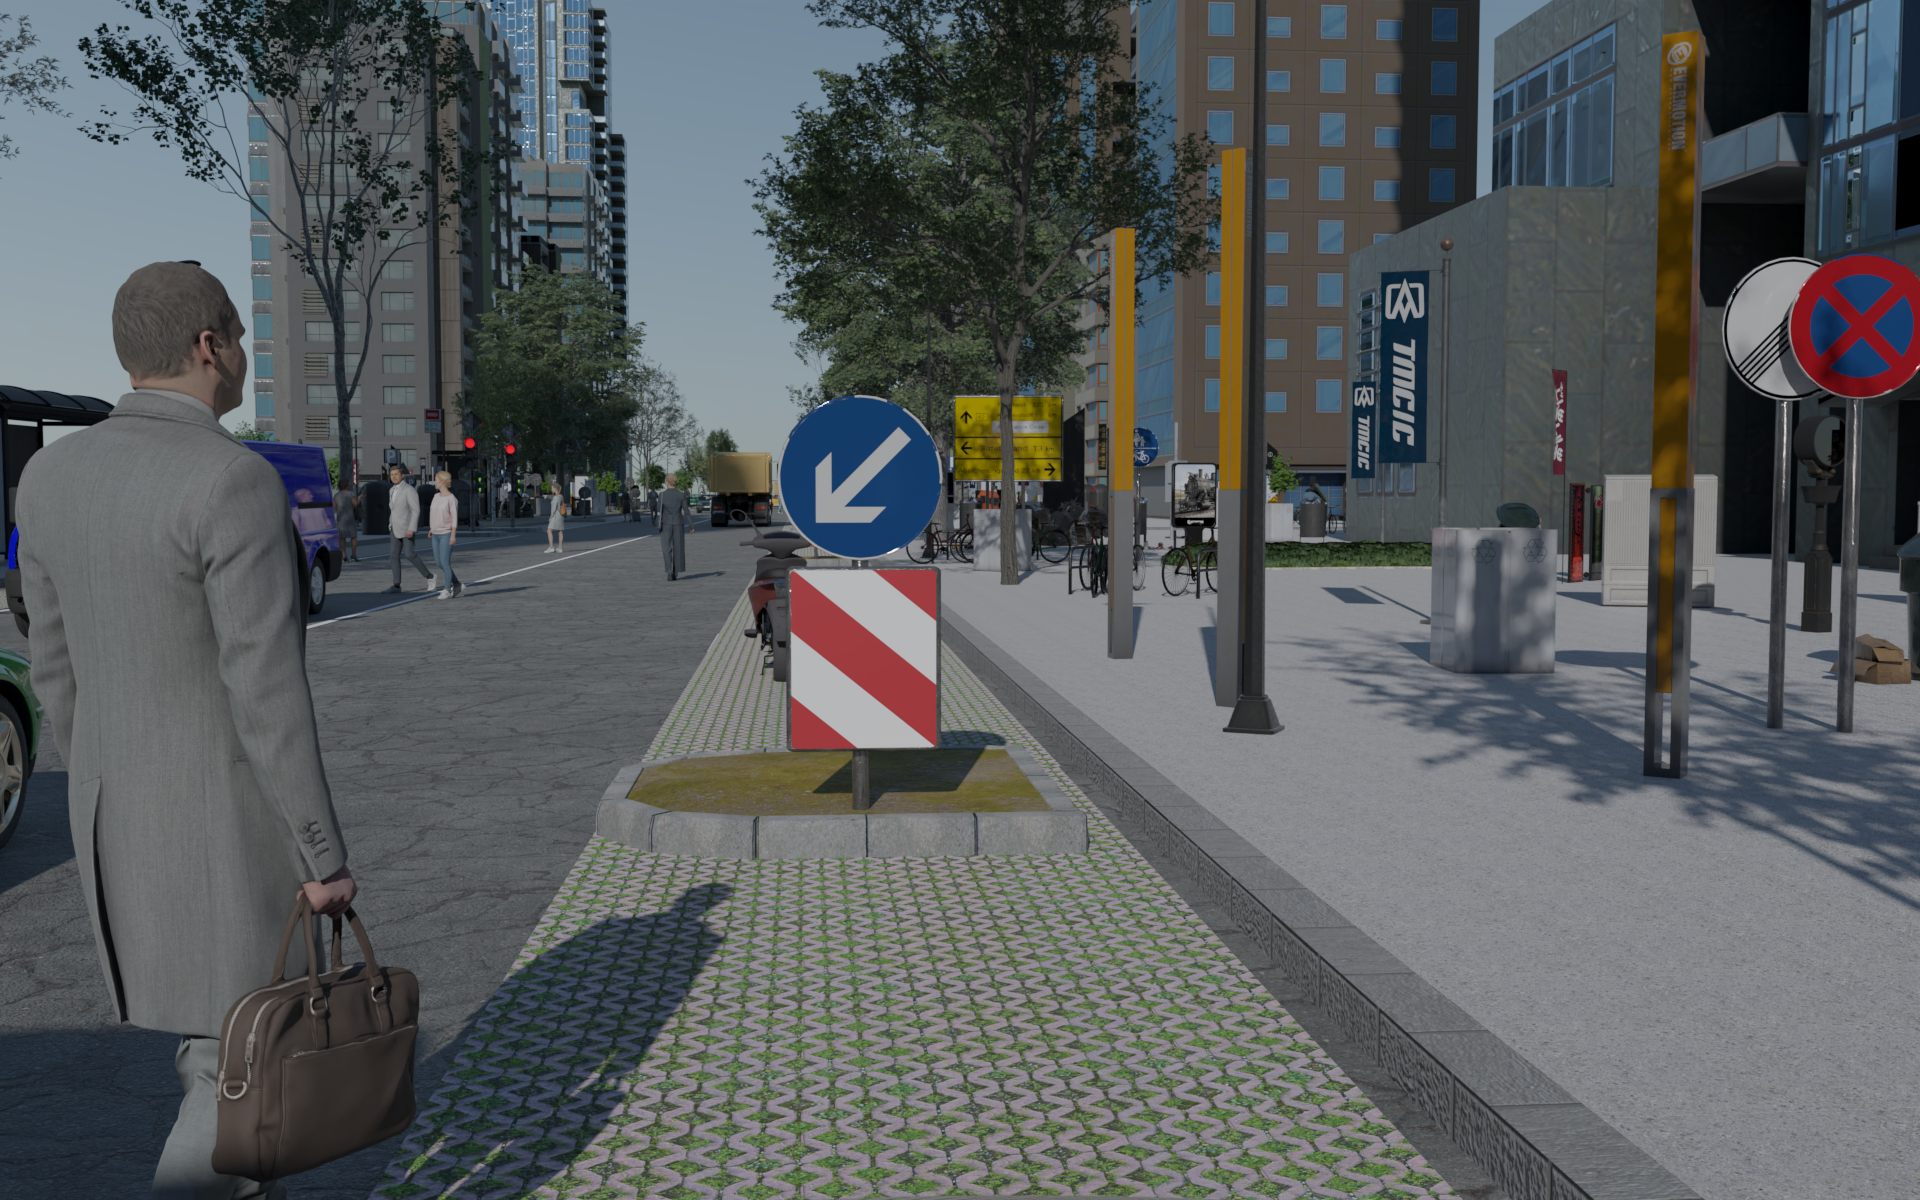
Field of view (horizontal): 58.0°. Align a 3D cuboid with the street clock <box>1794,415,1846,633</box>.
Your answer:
[{"bbox_3d":[7.969,-0.703,16.057,0.471,2.002,0.358,-1,4,-23],"label":"street clock"}]

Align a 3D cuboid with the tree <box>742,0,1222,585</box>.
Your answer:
[{"bbox_3d":[0.414,-5.482,24.044,7.601,10.594,8.767,-3,4,-37],"label":"tree"}]

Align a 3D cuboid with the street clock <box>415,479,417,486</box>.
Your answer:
[{"bbox_3d":[-23.185,-4.193,73.121,0.471,2.002,0.358,1,4,19],"label":"street clock"}]

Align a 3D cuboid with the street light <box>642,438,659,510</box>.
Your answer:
[{"bbox_3d":[-25.375,-10.378,142.215,1.470,5.913,1.316,0,4,-5],"label":"street light"}]

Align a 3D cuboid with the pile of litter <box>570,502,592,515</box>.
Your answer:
[{"bbox_3d":[-22.936,-5.520,104.212,1.719,0.858,1.176,-1,4,-11],"label":"pile of litter"}]

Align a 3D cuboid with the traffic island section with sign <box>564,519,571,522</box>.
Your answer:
[{"bbox_3d":[-19.145,-4.881,88.435,1.989,1.847,2.006,0,4,-5],"label":"traffic island section with sign"}]

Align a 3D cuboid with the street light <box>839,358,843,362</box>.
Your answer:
[{"bbox_3d":[-3.501,-5.313,59.405,1.470,5.913,1.316,0,4,-5],"label":"street light"}]

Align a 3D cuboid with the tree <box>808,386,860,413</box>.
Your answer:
[{"bbox_3d":[-6.504,-9.222,101.138,4.737,8.622,4.395,0,3,0],"label":"tree"}]

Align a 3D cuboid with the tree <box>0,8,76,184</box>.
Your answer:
[{"bbox_3d":[-16.066,-6.697,19.869,12.009,13.543,11.850,0,3,0],"label":"tree"}]

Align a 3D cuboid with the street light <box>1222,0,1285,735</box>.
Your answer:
[{"bbox_3d":[1.054,-2.240,9.173,1.470,5.913,1.316,0,4,-5],"label":"street light"}]

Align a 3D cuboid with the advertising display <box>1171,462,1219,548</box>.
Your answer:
[{"bbox_3d":[4.793,-1.852,35.491,0.974,1.923,0.123,-1,4,-18],"label":"advertising display"}]

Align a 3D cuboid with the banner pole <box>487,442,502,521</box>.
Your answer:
[{"bbox_3d":[-22.416,-5.714,83.433,0.401,3.779,0.863,3,5,44],"label":"banner pole"}]

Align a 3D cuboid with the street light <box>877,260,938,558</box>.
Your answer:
[{"bbox_3d":[-1.161,-3.793,34.564,1.470,5.913,1.316,0,4,-5],"label":"street light"}]

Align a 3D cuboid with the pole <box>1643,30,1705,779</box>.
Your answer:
[{"bbox_3d":[3.217,-0.854,7.799,0.158,3.312,0.155,0,3,0],"label":"pole"}]

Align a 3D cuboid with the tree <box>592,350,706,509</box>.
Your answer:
[{"bbox_3d":[-27.057,-14.595,148.993,12.009,13.543,11.850,0,3,0],"label":"tree"}]

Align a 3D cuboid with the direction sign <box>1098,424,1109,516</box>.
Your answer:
[{"bbox_3d":[4.756,-3.896,55.690,0.379,3.537,0.876,-3,4,-39],"label":"direction sign"}]

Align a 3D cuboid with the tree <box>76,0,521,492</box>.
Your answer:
[{"bbox_3d":[-18.691,-11.809,48.958,12.611,20.169,13.585,0,3,0],"label":"tree"}]

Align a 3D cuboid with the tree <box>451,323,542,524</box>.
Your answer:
[{"bbox_3d":[-20.171,-7.612,74.813,4.737,8.622,4.395,0,3,0],"label":"tree"}]

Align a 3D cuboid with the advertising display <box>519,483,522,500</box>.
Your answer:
[{"bbox_3d":[-25.985,-5.905,101.766,0.123,1.923,0.974,1,4,9],"label":"advertising display"}]

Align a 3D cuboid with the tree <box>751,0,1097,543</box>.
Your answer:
[{"bbox_3d":[-0.593,-8.498,45.593,9.857,13.997,8.962,0,3,0],"label":"tree"}]

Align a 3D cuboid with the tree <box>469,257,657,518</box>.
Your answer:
[{"bbox_3d":[-21.758,-11.486,94.443,9.857,13.997,8.962,0,3,0],"label":"tree"}]

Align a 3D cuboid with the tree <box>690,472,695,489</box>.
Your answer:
[{"bbox_3d":[-32.406,-13.304,201.240,4.285,4.588,4.351,0,3,0],"label":"tree"}]

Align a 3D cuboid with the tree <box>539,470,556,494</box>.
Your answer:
[{"bbox_3d":[-33.064,-8.836,139.065,1.663,3.219,1.824,0,3,0],"label":"tree"}]

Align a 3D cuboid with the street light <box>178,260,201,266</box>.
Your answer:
[{"bbox_3d":[-15.750,-3.787,34.465,1.470,5.913,1.316,0,4,-5],"label":"street light"}]

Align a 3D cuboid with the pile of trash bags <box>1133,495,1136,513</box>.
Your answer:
[{"bbox_3d":[3.810,-2.560,51.606,3.447,1.369,1.912,-2,4,-33],"label":"pile of trash bags"}]

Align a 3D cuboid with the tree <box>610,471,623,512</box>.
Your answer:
[{"bbox_3d":[-24.579,-7.806,122.230,1.663,3.219,1.824,0,3,0],"label":"tree"}]

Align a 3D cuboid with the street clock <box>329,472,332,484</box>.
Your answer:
[{"bbox_3d":[-20.864,-3.207,56.997,0.358,2.002,0.471,1,4,10],"label":"street clock"}]

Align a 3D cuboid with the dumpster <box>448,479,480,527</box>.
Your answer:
[{"bbox_3d":[-19.424,-3.765,67.315,1.264,1.857,1.865,0,4,-5],"label":"dumpster"}]

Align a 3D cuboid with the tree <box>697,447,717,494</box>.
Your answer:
[{"bbox_3d":[-38.480,-19.215,264.522,4.360,8.622,3.978,0,3,0],"label":"tree"}]

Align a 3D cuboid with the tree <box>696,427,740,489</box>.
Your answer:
[{"bbox_3d":[-40.498,-22.988,292.854,9.611,12.733,9.660,0,3,0],"label":"tree"}]

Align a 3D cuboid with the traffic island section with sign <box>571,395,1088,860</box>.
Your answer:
[{"bbox_3d":[-0.569,0.056,7.710,1.989,1.847,2.006,0,4,-5],"label":"traffic island section with sign"}]

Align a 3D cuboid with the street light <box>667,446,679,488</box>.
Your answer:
[{"bbox_3d":[-27.727,-11.924,167.497,1.470,5.913,1.316,0,4,-5],"label":"street light"}]

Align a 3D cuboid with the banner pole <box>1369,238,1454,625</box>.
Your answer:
[{"bbox_3d":[4.539,-1.657,17.104,0.863,3.779,0.401,1,4,21],"label":"banner pole"}]

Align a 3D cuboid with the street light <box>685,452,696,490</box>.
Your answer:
[{"bbox_3d":[-29.966,-13.463,192.666,1.470,5.913,1.316,0,4,-5],"label":"street light"}]

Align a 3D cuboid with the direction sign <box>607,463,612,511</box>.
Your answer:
[{"bbox_3d":[-25.185,-8.106,124.537,0.379,3.537,0.876,-2,4,-32],"label":"direction sign"}]

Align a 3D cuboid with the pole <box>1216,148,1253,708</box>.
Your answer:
[{"bbox_3d":[1.659,-1.011,10.380,0.158,3.312,0.155,0,3,0],"label":"pole"}]

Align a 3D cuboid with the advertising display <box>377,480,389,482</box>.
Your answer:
[{"bbox_3d":[-27.094,-4.667,81.525,0.123,1.923,0.974,1,4,20],"label":"advertising display"}]

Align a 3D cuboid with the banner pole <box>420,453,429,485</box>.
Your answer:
[{"bbox_3d":[-32.294,-7.009,104.618,0.401,3.779,0.863,2,4,28],"label":"banner pole"}]

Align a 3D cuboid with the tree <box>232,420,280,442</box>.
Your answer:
[{"bbox_3d":[-31.617,-5.694,76.813,4.285,4.588,4.351,0,3,0],"label":"tree"}]

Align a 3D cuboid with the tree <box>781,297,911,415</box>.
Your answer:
[{"bbox_3d":[-9.893,-18.371,156.258,12.611,20.169,13.585,0,3,0],"label":"tree"}]

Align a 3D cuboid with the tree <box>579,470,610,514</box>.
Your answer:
[{"bbox_3d":[-24.176,-7.288,113.765,1.663,3.219,1.824,0,3,0],"label":"tree"}]

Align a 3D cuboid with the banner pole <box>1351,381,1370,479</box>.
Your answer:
[{"bbox_3d":[8.038,-2.679,33.824,0.863,3.779,0.401,2,4,26],"label":"banner pole"}]

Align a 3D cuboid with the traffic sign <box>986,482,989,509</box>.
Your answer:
[{"bbox_3d":[0.603,-2.322,38.075,0.768,2.556,0.104,0,4,2],"label":"traffic sign"}]

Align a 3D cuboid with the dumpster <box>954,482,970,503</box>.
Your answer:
[{"bbox_3d":[-0.234,-4.049,71.957,1.264,1.857,1.865,0,4,-5],"label":"dumpster"}]

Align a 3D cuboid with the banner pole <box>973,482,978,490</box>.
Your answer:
[{"bbox_3d":[0.764,-6.210,91.551,0.401,3.779,0.863,-3,5,-40],"label":"banner pole"}]

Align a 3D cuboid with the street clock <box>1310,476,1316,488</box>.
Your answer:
[{"bbox_3d":[14.482,-4.072,71.147,0.358,2.002,0.471,1,4,12],"label":"street clock"}]

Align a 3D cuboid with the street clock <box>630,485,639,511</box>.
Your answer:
[{"bbox_3d":[-25.699,-8.126,137.432,0.471,2.002,0.358,-2,4,-24],"label":"street clock"}]

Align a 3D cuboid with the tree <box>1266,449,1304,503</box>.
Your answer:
[{"bbox_3d":[13.724,-4.886,74.487,1.663,3.219,1.824,0,3,0],"label":"tree"}]

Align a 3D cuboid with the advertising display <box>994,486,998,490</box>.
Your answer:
[{"bbox_3d":[2.407,-7.834,133.301,0.974,1.923,0.123,0,4,0],"label":"advertising display"}]

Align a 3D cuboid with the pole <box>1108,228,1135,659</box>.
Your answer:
[{"bbox_3d":[1.250,-1.198,13.434,0.158,3.312,0.155,0,3,0],"label":"pole"}]

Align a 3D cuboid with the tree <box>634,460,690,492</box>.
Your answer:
[{"bbox_3d":[-28.610,-10.896,161.859,4.285,4.588,4.351,0,3,0],"label":"tree"}]

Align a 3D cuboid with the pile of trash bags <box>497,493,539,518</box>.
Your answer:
[{"bbox_3d":[-24.940,-5.147,93.900,3.447,1.369,1.912,-2,4,-26],"label":"pile of trash bags"}]

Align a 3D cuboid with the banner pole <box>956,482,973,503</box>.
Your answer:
[{"bbox_3d":[0.005,-4.291,60.169,0.401,3.779,0.863,-1,4,-21],"label":"banner pole"}]

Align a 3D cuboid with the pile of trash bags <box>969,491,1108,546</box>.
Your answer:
[{"bbox_3d":[1.760,-2.101,44.102,3.447,1.369,1.912,3,5,42],"label":"pile of trash bags"}]

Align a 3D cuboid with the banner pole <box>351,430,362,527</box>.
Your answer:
[{"bbox_3d":[-23.711,-4.741,67.528,0.863,3.779,0.401,1,4,20],"label":"banner pole"}]

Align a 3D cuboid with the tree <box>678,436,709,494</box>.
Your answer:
[{"bbox_3d":[-35.389,-17.336,233.809,4.737,8.622,4.395,0,3,0],"label":"tree"}]

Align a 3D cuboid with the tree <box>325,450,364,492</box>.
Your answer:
[{"bbox_3d":[-46.093,-8.874,128.811,4.285,4.588,4.351,0,3,0],"label":"tree"}]
